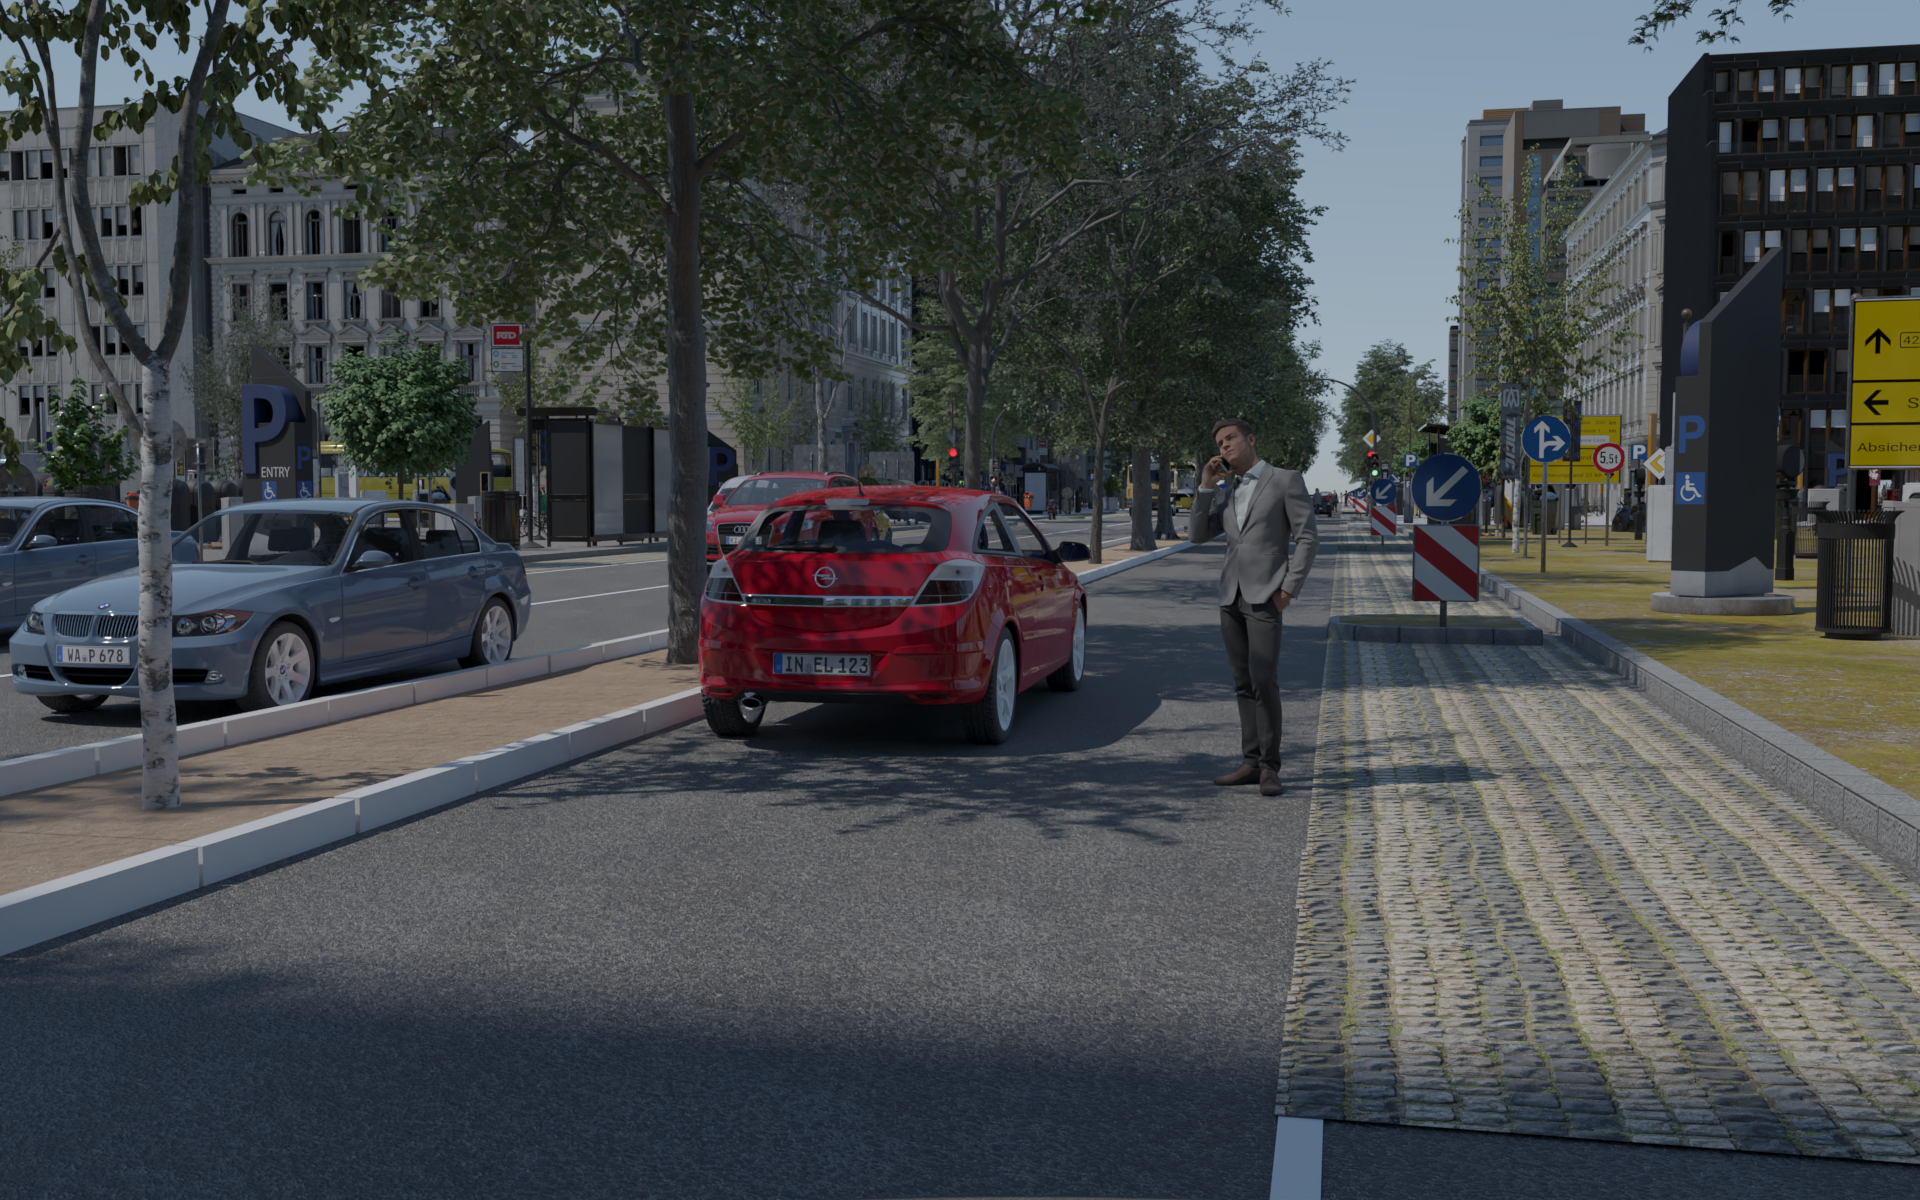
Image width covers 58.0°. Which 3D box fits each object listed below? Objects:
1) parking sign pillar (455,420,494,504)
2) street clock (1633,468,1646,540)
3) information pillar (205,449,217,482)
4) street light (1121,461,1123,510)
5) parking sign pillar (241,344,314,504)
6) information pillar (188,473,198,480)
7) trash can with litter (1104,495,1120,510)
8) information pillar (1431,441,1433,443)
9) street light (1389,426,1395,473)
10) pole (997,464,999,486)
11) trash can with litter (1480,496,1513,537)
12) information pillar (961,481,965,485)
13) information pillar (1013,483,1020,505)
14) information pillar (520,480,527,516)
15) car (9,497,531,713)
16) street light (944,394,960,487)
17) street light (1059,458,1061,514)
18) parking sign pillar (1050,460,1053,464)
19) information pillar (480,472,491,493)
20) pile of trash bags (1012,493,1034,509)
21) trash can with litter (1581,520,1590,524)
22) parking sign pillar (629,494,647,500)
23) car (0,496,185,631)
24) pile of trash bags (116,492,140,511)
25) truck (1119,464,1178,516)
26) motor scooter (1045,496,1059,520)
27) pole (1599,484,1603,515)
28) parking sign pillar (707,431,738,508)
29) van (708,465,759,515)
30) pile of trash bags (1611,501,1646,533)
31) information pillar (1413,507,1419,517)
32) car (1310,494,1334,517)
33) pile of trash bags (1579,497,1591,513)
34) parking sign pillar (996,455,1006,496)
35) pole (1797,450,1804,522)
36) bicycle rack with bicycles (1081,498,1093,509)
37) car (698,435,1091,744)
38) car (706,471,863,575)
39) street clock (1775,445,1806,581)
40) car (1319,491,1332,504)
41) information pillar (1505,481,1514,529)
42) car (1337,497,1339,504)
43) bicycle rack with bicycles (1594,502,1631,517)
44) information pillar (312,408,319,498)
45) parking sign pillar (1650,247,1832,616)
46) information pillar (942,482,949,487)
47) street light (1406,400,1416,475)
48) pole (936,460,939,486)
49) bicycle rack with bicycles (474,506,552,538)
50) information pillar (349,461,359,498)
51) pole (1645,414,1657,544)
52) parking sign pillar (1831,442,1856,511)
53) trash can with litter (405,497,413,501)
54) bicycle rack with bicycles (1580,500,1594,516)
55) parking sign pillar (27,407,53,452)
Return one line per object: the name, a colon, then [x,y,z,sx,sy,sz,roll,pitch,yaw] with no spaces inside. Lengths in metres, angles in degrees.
parking sign pillar: [-17.823,-4.594,63.581,1.447,3.967,1.447,0,4,6]
street clock: [18.947,-2.675,48.310,0.358,2.002,0.471,1,4,11]
information pillar: [-32.878,-5.179,76.027,0.504,3.616,0.183,-1,4,-16]
street light: [13.327,-10.346,141.946,0.468,5.910,1.993,1,4,12]
parking sign pillar: [-12.126,-2.586,30.758,1.447,3.967,1.447,2,4,26]
information pillar: [-26.339,-3.375,59.674,0.304,2.012,0.304,2,4,34]
trash can with litter: [11.998,-7.886,139.989,2.233,1.210,1.678,-1,4,-11]
information pillar: [20.974,-5.235,76.946,0.183,3.616,0.504,2,4,28]
street light: [29.088,-8.797,116.617,0.468,5.910,1.993,1,4,12]
pole: [2.350,-6.898,106.631,0.158,3.312,0.155,0,3,0]
trash can with litter: [16.233,-2.564,52.981,1.678,1.210,2.233,1,4,19]
information pillar: [0.257,-5.751,98.523,0.304,2.012,0.304,-2,4,-30]
information pillar: [3.627,-6.519,111.075,0.304,2.012,0.304,-3,4,-39]
information pillar: [-22.996,-5.302,91.178,0.304,2.012,0.304,3,5,40]
car: [-4.800,-0.044,12.722,2.014,1.417,4.499,1,4,13]
street light: [-0.338,-6.548,79.840,0.468,5.910,1.993,1,4,12]
street light: [6.432,-8.448,110.907,0.468,5.910,1.993,1,4,12]
parking sign pillar: [7.255,-9.145,137.997,1.447,3.967,1.447,-1,4,-14]
information pillar: [-15.921,-3.283,58.169,0.304,2.012,0.304,0,4,-5]
pile of trash bags: [2.828,-5.575,100.899,3.447,1.369,1.912,2,4,35]
trash can with litter: [27.147,-3.991,76.318,2.233,1.210,1.678,-3,4,-38]
parking sign pillar: [-9.683,-4.015,54.119,1.447,3.967,1.447,1,4,20]
car: [-9.514,-0.322,17.273,2.014,1.417,4.499,1,4,12]
pile of trash bags: [-33.447,-3.641,69.288,1.912,1.369,3.447,-3,5,-39]
truck: [12.499,-7.143,112.708,3.469,3.379,9.791,1,4,12]
motor scooter: [5.148,-5.107,96.273,0.815,1.314,1.986,1,4,12]
pole: [40.250,-7.022,108.658,0.158,3.312,0.155,0,3,0]
parking sign pillar: [-9.858,-5.092,71.732,1.447,3.967,1.447,-1,4,-21]
van: [-4.182,-1.748,35.588,2.013,2.044,4.112,1,4,13]
pile of trash bags: [23.825,-2.963,58.195,3.447,1.369,1.912,0,4,1]
information pillar: [26.130,-6.574,98.833,0.183,3.616,0.504,2,4,32]
car: [22.256,-5.988,107.693,2.009,1.686,4.222,1,4,11]
pile of trash bags: [42.439,-6.712,119.497,1.912,1.369,3.447,1,4,15]
parking sign pillar: [2.693,-7.638,113.347,1.447,3.967,1.447,-1,4,-8]
pole: [38.625,-5.247,79.637,0.158,3.312,0.155,0,3,0]
bicycle rack with bicycles: [10.976,-8.050,144.994,2.925,0.926,2.852,-3,5,-42]
car: [-0.269,-0.152,11.534,2.155,1.783,4.494,1,4,13]
car: [-2.743,-1.210,28.451,2.281,1.827,5.304,1,4,11]
street clock: [12.257,-1.292,25.688,0.471,2.002,0.358,-1,4,-23]
car: [45.297,-12.600,214.678,2.281,1.827,5.304,1,4,12]
information pillar: [20.117,-4.409,63.440,0.183,3.616,0.504,-1,4,-19]
car: [56.338,-15.294,261.852,2.131,1.459,4.920,1,4,14]
bicycle rack with bicycles: [33.735,-4.447,86.098,2.852,0.926,2.925,-1,4,-11]
information pillar: [-15.401,-3.029,40.871,0.183,3.616,0.504,3,4,38]
parking sign pillar: [8.318,-1.854,18.792,1.447,3.967,1.447,-2,4,-34]
information pillar: [-0.870,-6.026,103.012,0.304,2.012,0.304,-3,4,-38]
street light: [22.204,-6.894,85.508,0.468,5.910,1.993,1,4,12]
pole: [-1.270,-6.411,98.663,0.158,3.312,0.155,0,3,0]
bicycle rack with bicycles: [-12.962,-2.334,51.541,2.925,0.926,2.852,2,4,25]
information pillar: [-17.482,-3.584,49.951,0.183,3.616,0.504,-3,5,-42]
pole: [17.599,-3.073,44.091,0.158,3.312,0.155,0,3,0]
parking sign pillar: [42.301,-5.796,83.237,1.447,3.967,1.447,1,4,8]
trash can with litter: [-20.642,-3.333,65.884,1.055,1.170,0.624,-2,4,-28]
bicycle rack with bicycles: [35.671,-5.294,99.933,2.925,0.926,2.852,1,4,19]
parking sign pillar: [-28.779,-4.019,54.186,1.447,3.967,1.447,-3,5,-40]
